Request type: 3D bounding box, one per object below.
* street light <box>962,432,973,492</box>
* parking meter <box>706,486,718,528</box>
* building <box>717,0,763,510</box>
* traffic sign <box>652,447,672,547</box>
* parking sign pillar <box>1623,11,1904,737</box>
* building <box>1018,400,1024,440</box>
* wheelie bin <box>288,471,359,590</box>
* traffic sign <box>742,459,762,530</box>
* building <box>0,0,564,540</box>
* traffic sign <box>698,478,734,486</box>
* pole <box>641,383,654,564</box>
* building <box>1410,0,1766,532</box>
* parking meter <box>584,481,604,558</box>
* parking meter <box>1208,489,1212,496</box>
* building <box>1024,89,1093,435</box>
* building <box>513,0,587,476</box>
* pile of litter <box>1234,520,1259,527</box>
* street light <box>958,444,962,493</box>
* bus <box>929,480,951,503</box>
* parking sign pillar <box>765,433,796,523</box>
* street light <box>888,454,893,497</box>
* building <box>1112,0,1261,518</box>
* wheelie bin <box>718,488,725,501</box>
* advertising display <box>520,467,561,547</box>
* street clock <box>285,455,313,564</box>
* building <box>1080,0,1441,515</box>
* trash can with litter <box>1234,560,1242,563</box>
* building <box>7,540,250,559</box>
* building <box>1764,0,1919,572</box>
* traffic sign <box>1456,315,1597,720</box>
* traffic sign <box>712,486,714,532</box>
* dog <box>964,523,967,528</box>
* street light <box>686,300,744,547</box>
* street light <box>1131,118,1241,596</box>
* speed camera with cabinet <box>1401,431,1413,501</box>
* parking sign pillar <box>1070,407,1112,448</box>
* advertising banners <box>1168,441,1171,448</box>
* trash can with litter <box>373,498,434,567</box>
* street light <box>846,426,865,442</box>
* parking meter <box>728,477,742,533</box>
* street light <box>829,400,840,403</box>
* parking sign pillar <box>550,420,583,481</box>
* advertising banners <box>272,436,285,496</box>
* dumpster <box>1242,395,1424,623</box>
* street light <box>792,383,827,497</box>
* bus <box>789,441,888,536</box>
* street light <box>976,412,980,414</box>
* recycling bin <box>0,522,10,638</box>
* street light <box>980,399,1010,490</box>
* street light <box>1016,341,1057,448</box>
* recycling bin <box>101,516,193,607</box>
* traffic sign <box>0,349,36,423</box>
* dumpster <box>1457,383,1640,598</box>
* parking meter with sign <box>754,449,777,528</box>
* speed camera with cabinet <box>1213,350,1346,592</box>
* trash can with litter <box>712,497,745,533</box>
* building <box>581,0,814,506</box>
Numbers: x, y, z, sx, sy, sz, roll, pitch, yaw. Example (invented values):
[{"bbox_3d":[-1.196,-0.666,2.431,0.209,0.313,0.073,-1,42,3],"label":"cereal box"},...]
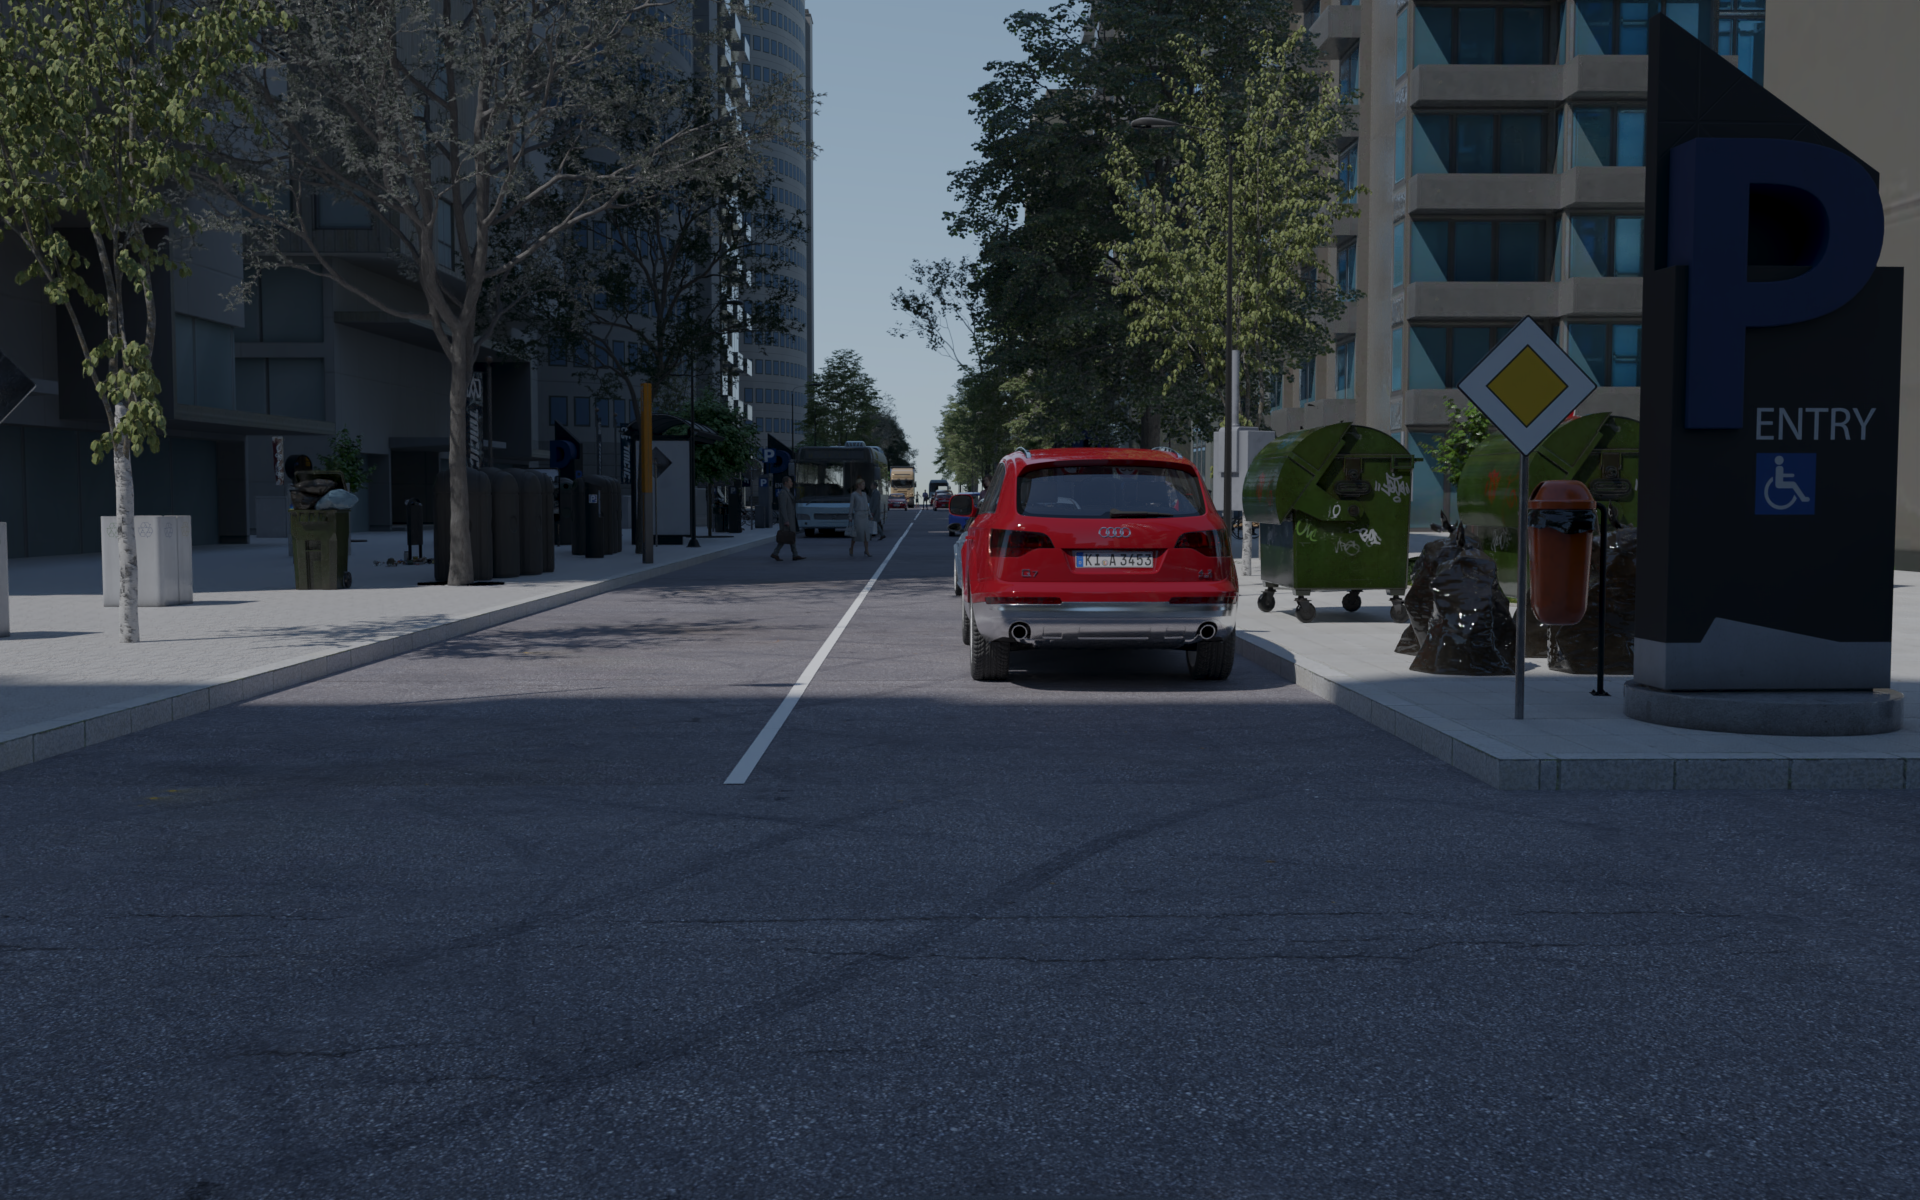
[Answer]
[{"bbox_3d":[1.120,-9.596,129.437,1.470,5.913,1.316,0,4,-1],"label":"street light"},{"bbox_3d":[-9.252,-3.601,64.586,0.399,1.863,0.255,-2,4,-28],"label":"parking meter"},{"bbox_3d":[-27.348,-31.041,127.133,23.786,49.044,30.456,0,4,-1],"label":"building"},{"bbox_3d":[-7.378,-2.499,42.052,0.795,2.450,0.064,0,4,1],"label":"traffic sign"},{"bbox_3d":[4.555,-1.302,9.752,1.447,3.967,1.447,0,4,-3],"label":"parking sign pillar"},{"bbox_3d":[21.847,-23.569,230.396,27.650,21.520,28.899,0,4,-1],"label":"building"},{"bbox_3d":[-8.584,-0.942,23.308,0.980,1.594,0.693,0,4,-1],"label":"wheelie bin"},{"bbox_3d":[-7.452,-3.780,61.902,0.768,2.556,0.104,1,4,8],"label":"traffic sign"},{"bbox_3d":[-30.703,-29.073,64.576,28.713,52.752,27.495,0,4,-1],"label":"building"},{"bbox_3d":[-8.390,-3.774,55.579,2.265,3.308,0.079,0,4,6],"label":"traffic sign"},{"bbox_3d":[-5.774,-2.330,31.939,0.158,3.312,0.155,0,3,0],"label":"pole"},{"bbox_3d":[24.049,-27.510,69.390,23.786,49.044,30.456,0,4,-1],"label":"building"},{"bbox_3d":[-7.338,-1.610,34.734,0.372,1.533,0.369,0,3,0],"label":"parking meter"},{"bbox_3d":[10.959,-4.177,76.707,0.372,1.533,0.369,0,3,0],"label":"parking meter"},{"bbox_3d":[18.792,-35.512,204.316,21.300,48.544,21.600,0,4,-1],"label":"building"},{"bbox_3d":[-25.917,-33.981,97.584,21.231,58.520,28.212,0,4,-1],"label":"building"},{"bbox_3d":[11.050,-3.176,65.898,1.719,0.858,1.176,3,5,40],"label":"pile of litter"},{"bbox_3d":[0.589,-11.535,161.144,1.470,5.913,1.316,0,4,-1],"label":"street light"},{"bbox_3d":[-2.705,-14.212,227.218,2.948,3.499,13.247,0,4,0],"label":"bus"},{"bbox_3d":[-7.885,-5.366,76.212,1.447,3.967,1.447,1,4,17],"label":"parking sign pillar"},{"bbox_3d":[-8.454,-13.991,201.293,1.470,5.913,1.316,0,4,-1],"label":"street light"},{"bbox_3d":[22.124,-48.432,104.532,22.319,86.520,31.000,0,4,-1],"label":"building"},{"bbox_3d":[-11.602,-4.560,82.468,0.693,1.594,0.980,0,4,7],"label":"wheelie bin"},{"bbox_3d":[-10.219,-2.258,42.127,0.974,1.923,0.123,-1,4,-16],"label":"advertising display"},{"bbox_3d":[-12.120,-1.665,31.789,0.358,2.002,0.471,1,4,22],"label":"street clock"},{"bbox_3d":[21.176,-31.604,136.335,23.786,49.044,30.456,0,4,-1],"label":"building"},{"bbox_3d":[4.263,-1.317,32.597,2.233,1.210,1.678,3,5,45],"label":"trash can with litter"},{"bbox_3d":[-29.166,-26.907,29.168,28.713,52.752,27.495,0,4,-1],"label":"building"},{"bbox_3d":[26.200,-24.764,28.598,21.600,48.544,21.300,0,4,-1],"label":"building"},{"bbox_3d":[3.185,-0.377,9.810,0.795,2.450,0.064,0,4,-1],"label":"traffic sign"},{"bbox_3d":[-8.348,-3.573,58.523,0.768,2.556,0.104,0,4,1],"label":"traffic sign"},{"bbox_3d":[0.160,-1.321,38.434,0.513,0.831,0.800,1,4,9],"label":"dog"},{"bbox_3d":[-5.880,-4.223,41.581,1.470,5.913,1.316,0,4,-1],"label":"street light"},{"bbox_3d":[2.807,-2.998,21.560,1.470,5.913,1.316,0,4,-1],"label":"street light"},{"bbox_3d":[13.261,-3.694,54.729,2.038,3.252,0.660,1,4,16],"label":"speed camera with cabinet"},{"bbox_3d":[4.046,-3.971,53.393,1.447,3.967,1.447,0,4,0],"label":"parking sign pillar"},{"bbox_3d":[5.642,-3.101,46.888,0.090,3.025,2.074,0,4,6],"label":"advertising banners"},{"bbox_3d":[-10.203,-1.257,31.609,1.678,1.210,2.233,0,4,4],"label":"trash can with litter"},{"bbox_3d":[-7.191,-8.906,118.151,1.470,5.913,1.316,0,4,-1],"label":"street light"},{"bbox_3d":[-7.379,-3.128,56.860,0.399,1.863,0.255,1,4,20],"label":"parking meter"},{"bbox_3d":[-6.648,-6.943,86.058,1.470,5.913,1.316,0,4,-1],"label":"street light"},{"bbox_3d":[-14.171,-4.518,62.349,1.447,3.967,1.447,2,4,34],"label":"parking sign pillar"},{"bbox_3d":[-19.921,-3.410,51.935,2.074,3.025,0.090,2,4,31],"label":"advertising banners"},{"bbox_3d":[3.832,-0.944,17.932,1.502,2.255,1.985,0,4,-1],"label":"dumpster"},{"bbox_3d":[-6.482,-6.131,72.779,1.470,5.913,1.316,0,4,-1],"label":"street light"},{"bbox_3d":[-4.083,-4.088,61.692,2.948,3.499,13.247,0,4,0],"label":"bus"},{"bbox_3d":[1.623,-7.688,98.237,1.470,5.913,1.316,0,4,-1],"label":"street light"},{"bbox_3d":[-8.954,-0.167,15.292,0.722,1.027,0.722,1,4,11],"label":"recycling bin"},{"bbox_3d":[1.836,-6.815,83.960,1.470,5.913,1.316,0,4,-1],"label":"street light"},{"bbox_3d":[2.383,-4.906,52.761,1.470,5.913,1.316,0,4,-1],"label":"street light"},{"bbox_3d":[-9.366,-0.454,19.971,0.722,1.027,0.722,0,4,4],"label":"recycling bin"},{"bbox_3d":[-5.558,-0.370,9.691,0.795,2.450,0.064,0,4,-1],"label":"traffic sign"},{"bbox_3d":[5.586,-0.819,15.878,1.502,2.255,1.985,0,4,-1],"label":"dumpster"},{"bbox_3d":[-7.387,-4.237,65.533,0.543,3.016,1.738,0,4,6],"label":"parking meter with sign"},{"bbox_3d":[4.347,-1.783,23.481,0.660,3.252,2.038,-3,4,-36],"label":"speed camera with cabinet"},{"bbox_3d":[-7.753,-2.840,57.821,1.055,1.170,0.624,-2,4,-30],"label":"trash can with litter"},{"bbox_3d":[-27.466,-39.603,189.506,21.231,58.520,28.212,0,4,-1],"label":"building"}]
